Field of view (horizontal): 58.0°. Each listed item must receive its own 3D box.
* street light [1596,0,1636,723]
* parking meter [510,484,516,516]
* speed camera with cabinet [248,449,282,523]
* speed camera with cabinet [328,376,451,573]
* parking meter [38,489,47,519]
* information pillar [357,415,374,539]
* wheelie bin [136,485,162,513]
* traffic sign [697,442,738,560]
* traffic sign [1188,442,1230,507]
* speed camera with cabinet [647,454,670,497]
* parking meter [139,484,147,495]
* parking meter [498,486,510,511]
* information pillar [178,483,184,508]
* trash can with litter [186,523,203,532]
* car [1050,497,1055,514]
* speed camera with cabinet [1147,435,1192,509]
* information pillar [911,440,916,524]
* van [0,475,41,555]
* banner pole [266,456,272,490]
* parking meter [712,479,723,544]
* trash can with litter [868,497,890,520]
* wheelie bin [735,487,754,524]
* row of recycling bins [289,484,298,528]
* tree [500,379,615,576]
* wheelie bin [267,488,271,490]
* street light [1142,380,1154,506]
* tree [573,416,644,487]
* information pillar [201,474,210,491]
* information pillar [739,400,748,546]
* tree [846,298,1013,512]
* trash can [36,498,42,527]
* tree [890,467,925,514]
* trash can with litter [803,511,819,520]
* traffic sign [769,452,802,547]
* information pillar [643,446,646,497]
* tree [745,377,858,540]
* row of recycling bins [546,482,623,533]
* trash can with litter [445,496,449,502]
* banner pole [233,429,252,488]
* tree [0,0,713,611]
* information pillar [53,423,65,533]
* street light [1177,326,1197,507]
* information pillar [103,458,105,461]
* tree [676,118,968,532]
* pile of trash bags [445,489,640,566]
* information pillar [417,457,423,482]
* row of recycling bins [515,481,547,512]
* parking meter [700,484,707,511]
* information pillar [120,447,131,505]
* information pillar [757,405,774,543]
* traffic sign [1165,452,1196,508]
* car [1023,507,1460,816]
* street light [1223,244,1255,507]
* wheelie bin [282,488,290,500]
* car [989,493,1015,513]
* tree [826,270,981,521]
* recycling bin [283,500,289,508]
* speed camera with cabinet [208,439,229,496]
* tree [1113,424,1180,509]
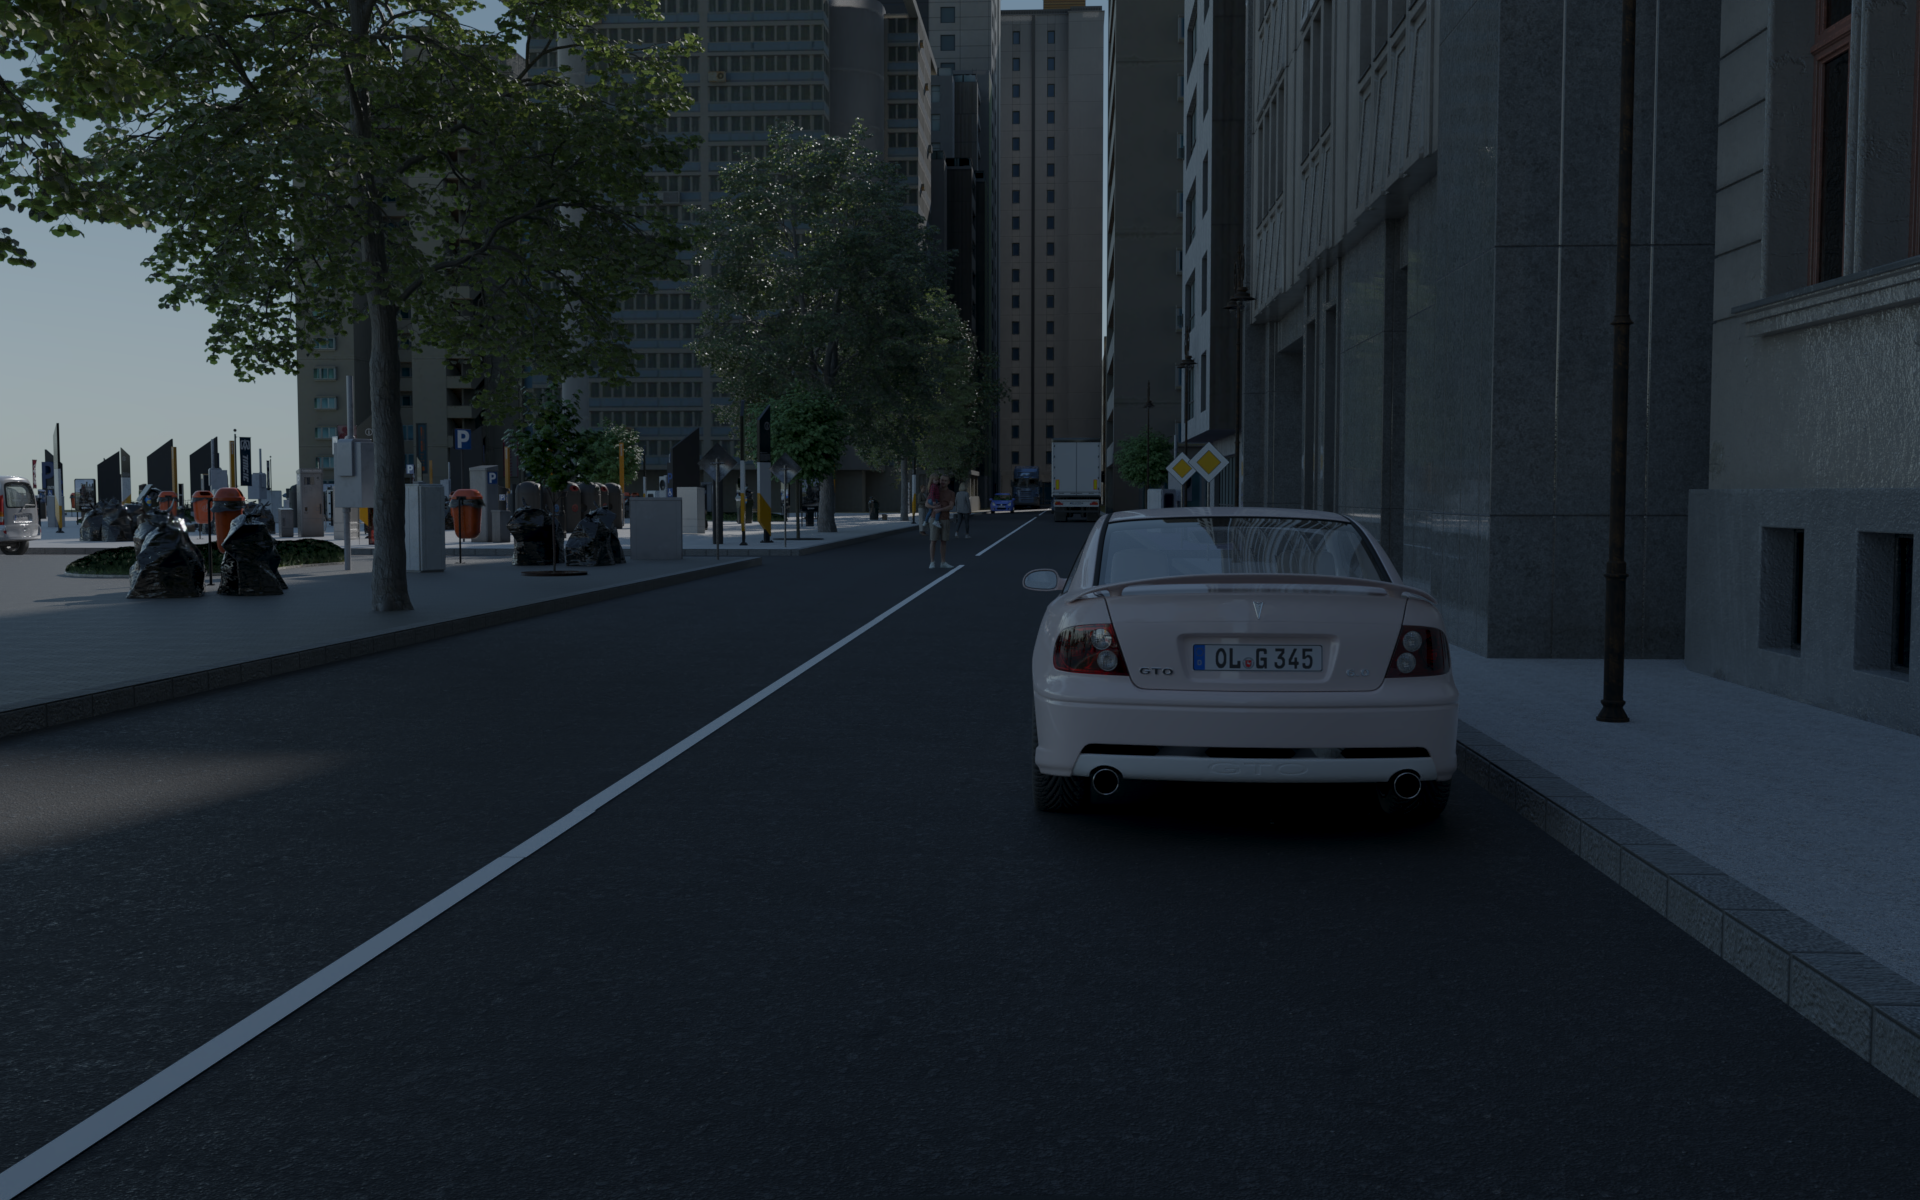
[{"bbox_3d":[3.693,-2.253,9.620,0.468,5.910,1.993,0,4,4],"label":"street light"},{"bbox_3d":[-26.109,-5.843,101.237,0.255,1.863,0.399,-3,4,-37],"label":"parking meter"},{"bbox_3d":[-30.479,-4.990,75.921,0.660,3.252,2.038,0,4,5],"label":"speed camera with cabinet"},{"bbox_3d":[-9.515,-2.112,28.870,2.038,3.252,0.660,2,4,30],"label":"speed camera with cabinet"},{"bbox_3d":[-47.283,-4.942,89.209,0.372,1.533,0.369,0,3,0],"label":"parking meter"},{"bbox_3d":[-17.093,-3.585,49.971,0.504,3.616,0.183,0,4,-5],"label":"information pillar"},{"bbox_3d":[-26.781,-3.019,57.264,0.693,1.594,0.980,-3,5,-40],"label":"wheelie bin"},{"bbox_3d":[-4.724,-1.842,33.754,0.795,2.450,0.064,0,4,4],"label":"traffic sign"},{"bbox_3d":[4.749,-1.803,33.125,0.795,2.450,0.064,0,4,4],"label":"traffic sign"},{"bbox_3d":[-14.884,-5.615,86.149,0.660,3.252,2.038,-3,4,-37],"label":"speed camera with cabinet"},{"bbox_3d":[-45.359,-5.532,96.154,0.255,1.863,0.399,1,4,18],"label":"parking meter"},{"bbox_3d":[-12.771,-2.447,48.412,0.372,1.533,0.369,0,3,0],"label":"parking meter"},{"bbox_3d":[-53.663,-7.025,119.342,0.304,2.012,0.304,-1,4,-12],"label":"information pillar"},{"bbox_3d":[-25.755,-2.888,58.603,1.055,1.170,0.624,-3,5,-40],"label":"trash can with litter"},{"bbox_3d":[7.627,-7.106,128.192,2.014,1.417,4.499,0,4,3],"label":"car"},{"bbox_3d":[6.964,-3.858,57.407,0.660,3.252,2.038,3,4,36],"label":"speed camera with cabinet"},{"bbox_3d":[-1.983,-5.089,74.564,0.183,3.616,0.504,-1,4,-11],"label":"information pillar"},{"bbox_3d":[-23.135,-1.966,39.161,4.112,2.044,2.013,0,4,2],"label":"van"},{"bbox_3d":[-45.135,-7.536,113.225,0.401,3.779,0.863,0,4,3],"label":"banner pole"},{"bbox_3d":[-6.209,-2.364,44.370,0.255,1.863,0.399,-1,4,-12],"label":"parking meter"},{"bbox_3d":[-4.001,-4.533,85.496,1.055,1.170,0.624,0,4,-1],"label":"trash can with litter"},{"bbox_3d":[-9.372,-4.132,75.465,0.693,1.594,0.980,-2,4,-30],"label":"wheelie bin"},{"bbox_3d":[-25.595,-3.701,67.625,1.069,1.692,3.534,-1,4,-18],"label":"row of recycling bins"},{"bbox_3d":[-6.297,-2.006,27.397,1.663,3.219,1.824,0,3,0],"label":"tree"},{"bbox_3d":[-34.670,-4.818,86.683,0.693,1.594,0.980,1,4,12],"label":"wheelie bin"},{"bbox_3d":[7.649,-5.969,70.376,0.468,5.910,1.993,0,4,4],"label":"street light"},{"bbox_3d":[-14.848,-5.468,73.115,4.285,4.588,4.351,0,3,0],"label":"tree"},{"bbox_3d":[-27.665,-3.616,63.615,0.304,2.012,0.304,-2,4,-35],"label":"information pillar"},{"bbox_3d":[-5.399,-3.163,43.063,0.183,3.616,0.504,0,4,-3],"label":"information pillar"},{"bbox_3d":[-1.761,-11.192,99.992,9.611,12.733,9.660,0,3,0],"label":"tree"},{"bbox_3d":[-34.713,-3.248,64.756,0.748,1.137,0.748,0,3,0],"label":"trash can"},{"bbox_3d":[-3.201,-9.823,110.970,4.360,8.622,3.978,0,3,0],"label":"tree"},{"bbox_3d":[-7.521,-4.709,88.051,1.678,1.210,2.233,2,4,34],"label":"trash can with litter"},{"bbox_3d":[-4.210,-2.329,41.723,0.795,2.450,0.064,0,4,4],"label":"traffic sign"},{"bbox_3d":[-15.225,-5.645,83.650,0.183,3.616,0.504,0,4,-4],"label":"information pillar"},{"bbox_3d":[-4.489,-3.976,48.716,4.285,4.588,4.351,0,3,0],"label":"tree"},{"bbox_3d":[-13.352,-3.384,62.440,1.069,1.692,3.534,1,4,20],"label":"row of recycling bins"},{"bbox_3d":[-20.022,-3.404,66.718,1.678,1.210,2.233,0,4,-3],"label":"trash can with litter"},{"bbox_3d":[-27.580,-4.679,66.525,0.401,3.779,0.863,3,5,41],"label":"banner pole"},{"bbox_3d":[-6.744,-6.160,18.835,7.486,12.596,7.792,0,3,0],"label":"tree"},{"bbox_3d":[-29.781,-4.025,57.161,0.183,3.616,0.504,-3,5,-41],"label":"information pillar"},{"bbox_3d":[6.243,-4.587,47.789,0.468,5.910,1.993,0,4,4],"label":"street light"},{"bbox_3d":[-55.223,-7.380,112.014,0.504,3.616,0.183,3,5,41],"label":"information pillar"},{"bbox_3d":[-4.573,-9.244,57.799,9.857,13.997,8.962,0,3,0],"label":"tree"},{"bbox_3d":[-7.819,-1.351,31.844,3.447,1.369,1.912,1,4,15],"label":"pile of trash bags"},{"bbox_3d":[-34.042,-7.206,109.179,0.504,3.616,0.183,3,5,40],"label":"information pillar"},{"bbox_3d":[-16.003,-3.683,67.329,1.069,1.692,3.534,-3,4,-38],"label":"row of recycling bins"},{"bbox_3d":[-15.074,-5.876,101.784,0.255,1.863,0.399,2,4,32],"label":"parking meter"},{"bbox_3d":[-41.895,-5.849,86.985,0.183,3.616,0.504,2,4,31],"label":"information pillar"},{"bbox_3d":[-5.128,-3.306,45.407,0.183,3.616,0.504,2,4,32],"label":"information pillar"},{"bbox_3d":[5.264,-2.291,41.093,0.795,2.450,0.064,0,4,4],"label":"traffic sign"},{"bbox_3d":[1.350,0.197,9.141,2.083,1.381,4.827,0,4,4],"label":"car"},{"bbox_3d":[5.173,-3.638,32.261,0.468,5.910,1.993,0,4,4],"label":"street light"},{"bbox_3d":[-36.318,-5.274,94.138,0.980,1.594,0.693,-2,4,-26],"label":"wheelie bin"},{"bbox_3d":[3.180,-7.328,129.397,1.945,1.707,3.694,0,4,4],"label":"car"},{"bbox_3d":[-3.049,-10.058,82.582,7.486,12.596,7.792,0,3,0],"label":"tree"},{"bbox_3d":[-30.345,-4.056,78.866,0.722,1.027,0.722,0,4,-6],"label":"recycling bin"},{"bbox_3d":[-26.319,-4.117,61.651,0.660,3.252,2.038,-2,4,-27],"label":"speed camera with cabinet"},{"bbox_3d":[8.807,-5.953,81.039,4.285,4.588,4.351,0,3,0],"label":"tree"}]
